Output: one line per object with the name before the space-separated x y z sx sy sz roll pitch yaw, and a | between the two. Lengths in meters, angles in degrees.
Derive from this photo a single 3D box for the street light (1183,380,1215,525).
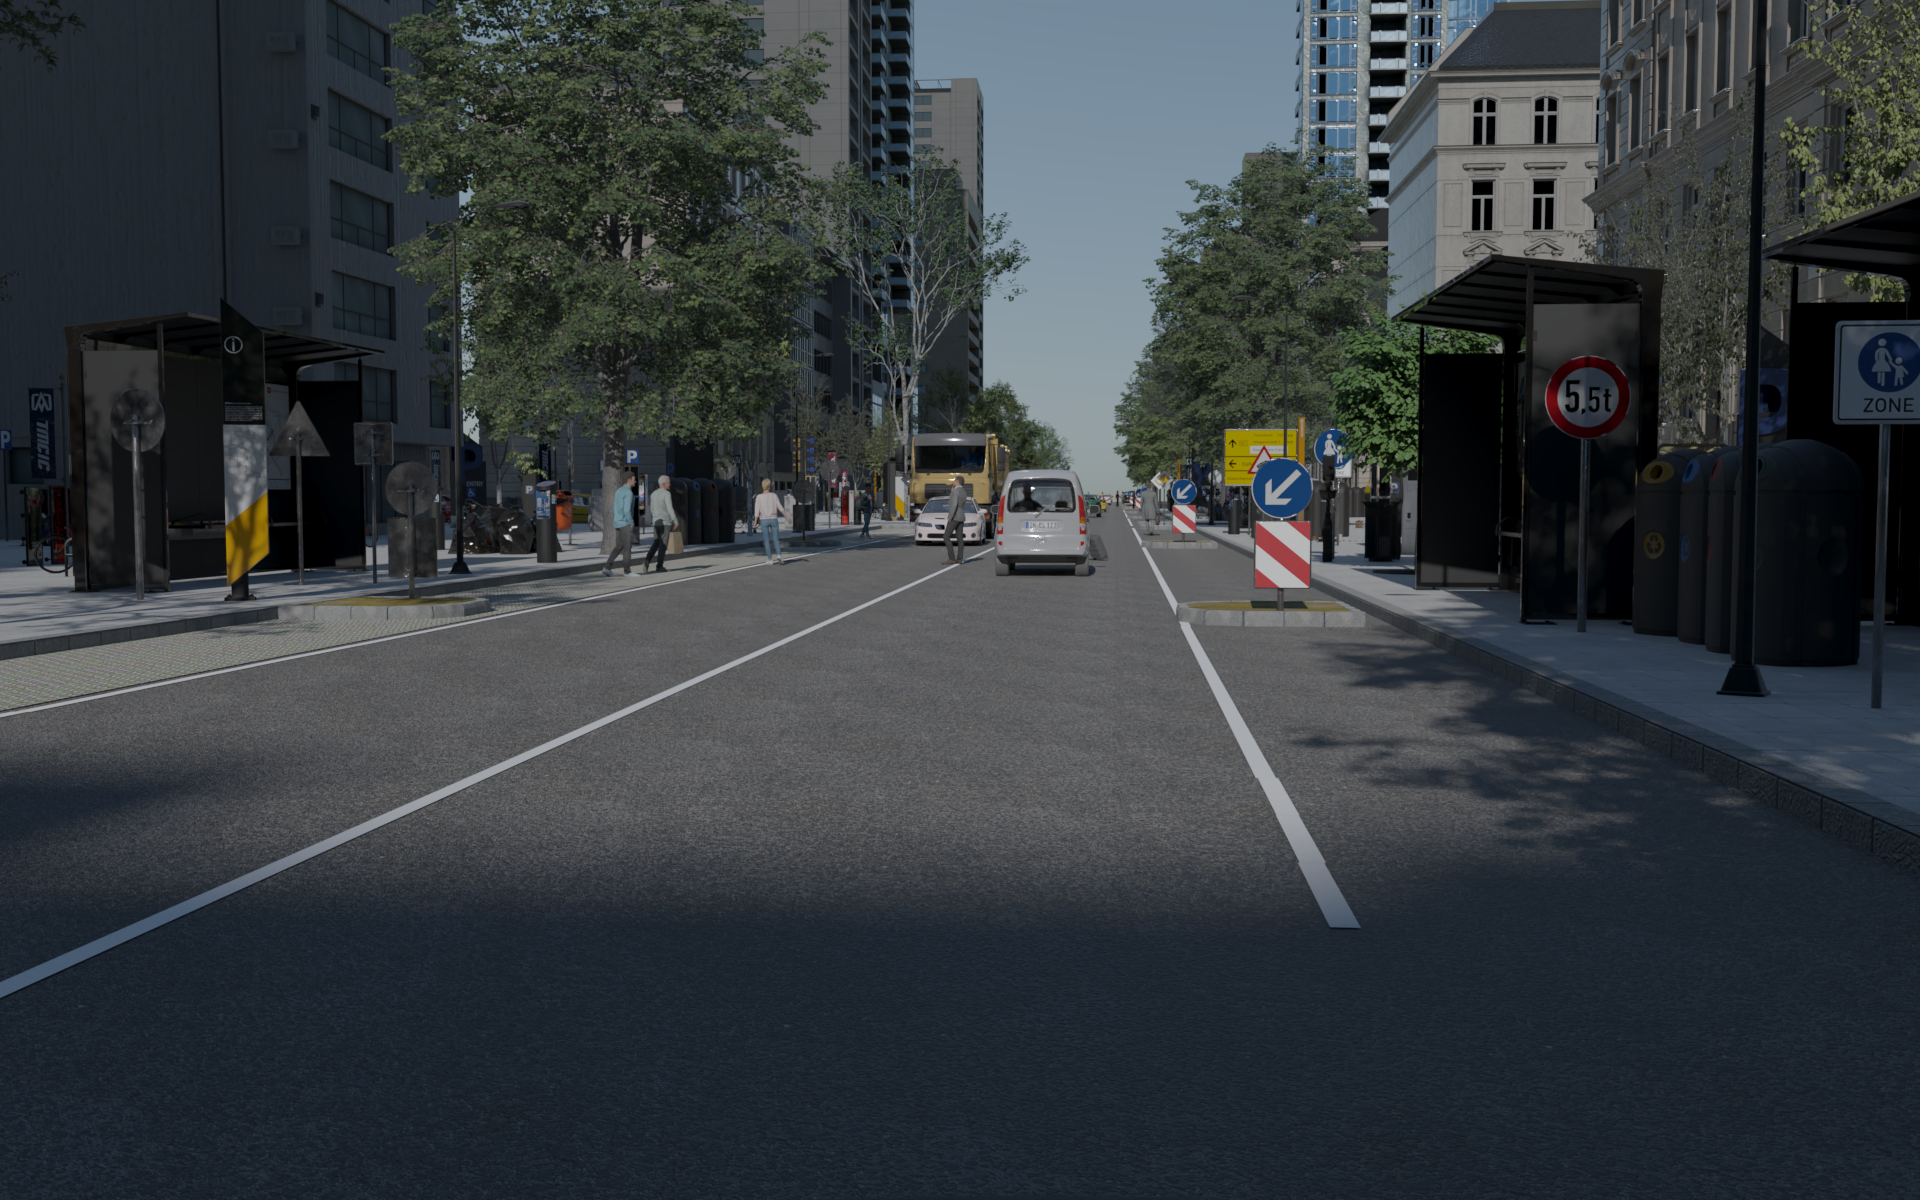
street light | 9.770 -6.013 70.857 1.470 5.913 1.316 0 4 5

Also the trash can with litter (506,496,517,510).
trash can with litter | -22.260 -4.495 84.544 2.233 1.210 1.678 0 4 -8

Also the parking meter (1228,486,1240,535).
parking meter | 8.701 -2.847 54.963 0.372 1.533 0.369 0 3 0

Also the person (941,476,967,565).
person | -0.110 -1.630 35.334 0.473 1.802 0.592 3 5 41

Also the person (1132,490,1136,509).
person | 17.123 -9.884 170.234 0.705 1.807 1.348 -1 4 -12

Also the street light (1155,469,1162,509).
street light | 14.574 -9.232 123.485 1.470 5.913 1.316 0 4 5

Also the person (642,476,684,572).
person | -5.394 -1.376 31.490 0.782 1.767 0.515 3 5 43

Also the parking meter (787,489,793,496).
parking meter | -8.271 -4.669 84.742 0.372 1.533 0.369 0 3 0

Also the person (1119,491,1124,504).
person | 23.039 -14.503 245.621 0.705 1.824 1.348 3 5 43

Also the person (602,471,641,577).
person | -5.846 -1.304 29.834 0.620 1.820 0.660 -3 4 -38

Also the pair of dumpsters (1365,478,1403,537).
pair of dumpsters | 10.402 -2.282 39.811 1.574 2.255 4.437 0 4 5

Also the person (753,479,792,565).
person | -3.748 -1.581 35.015 0.731 1.740 0.598 -2 4 -28

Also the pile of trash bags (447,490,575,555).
pile of trash bags | -9.614 -1.742 38.236 1.912 1.369 3.447 1 4 21

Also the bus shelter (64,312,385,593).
bus shelter | -10.555 -2.094 25.518 1.731 3.624 6.357 0 4 5

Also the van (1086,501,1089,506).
van | 2.759 -2.666 50.604 2.013 2.044 4.112 0 4 6

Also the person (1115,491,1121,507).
person | 17.923 -11.503 196.544 0.705 1.831 1.348 -1 4 -22

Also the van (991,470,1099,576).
van | 1.532 -1.499 31.521 2.013 2.044 4.112 0 4 4

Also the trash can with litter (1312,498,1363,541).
trash can with litter | 10.089 -2.248 47.818 1.678 1.210 2.233 0 4 -3

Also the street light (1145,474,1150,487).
street light | 17.248 -11.077 153.648 1.470 5.913 1.316 0 4 5

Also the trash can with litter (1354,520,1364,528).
trash can with litter | 15.284 -3.281 65.031 1.055 1.170 0.624 1 4 15

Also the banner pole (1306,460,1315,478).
banner pole | 24.611 -8.042 121.497 0.863 3.779 0.401 0 4 7

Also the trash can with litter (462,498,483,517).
trash can with litter | -13.481 -2.292 48.861 1.055 1.170 0.624 -2 4 -35

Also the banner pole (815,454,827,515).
banner pole | -8.684 -7.190 107.571 0.863 3.779 0.401 0 4 -3

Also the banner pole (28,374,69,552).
banner pole | -18.875 -2.813 36.013 0.863 3.779 0.401 -1 4 -21

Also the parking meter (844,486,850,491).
parking meter | -7.713 -6.864 117.937 0.255 1.863 0.399 -3 4 -37

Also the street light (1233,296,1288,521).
street light | 7.094 -4.167 40.665 1.470 5.913 1.316 0 4 5

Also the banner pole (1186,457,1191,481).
banner pole | 13.734 -6.870 102.345 0.863 3.779 0.401 1 4 16

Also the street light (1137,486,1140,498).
street light | 24.090 -15.742 229.918 1.470 5.913 1.316 0 4 5

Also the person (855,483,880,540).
person | -2.896 -2.767 54.095 0.721 1.781 0.623 1 4 8

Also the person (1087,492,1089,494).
person | 17.188 -13.554 230.628 0.721 1.766 1.217 -1 4 -20

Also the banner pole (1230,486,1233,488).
banner pole | 18.875 -8.053 121.689 0.401 3.779 0.863 -3 4 -38

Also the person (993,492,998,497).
person | 1.465 -3.419 64.611 0.699 1.804 1.509 -2 4 -32

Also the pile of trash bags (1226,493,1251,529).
pile of trash bags | 11.950 -3.341 64.375 3.447 1.369 1.912 2 4 29

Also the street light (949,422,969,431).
street light | -0.111 -8.478 111.163 1.470 5.913 1.316 0 4 5

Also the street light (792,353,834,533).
street light | -4.863 -5.182 57.263 1.470 5.913 1.316 0 4 5

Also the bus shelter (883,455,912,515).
bus shelter | -3.535 -7.116 107.626 1.731 3.624 6.357 0 4 5

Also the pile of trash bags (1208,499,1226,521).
pile of trash bags | 13.728 -4.470 82.829 3.447 1.369 1.912 -1 4 -16

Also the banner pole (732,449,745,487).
banner pole | -12.352 -6.550 97.108 0.863 3.779 0.401 -1 4 -9

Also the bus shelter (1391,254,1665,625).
bus shelter | 6.322 -1.757 20.005 1.731 3.624 6.357 0 4 5

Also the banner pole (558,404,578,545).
banner pole | -9.828 -3.286 43.741 0.401 3.779 0.863 0 4 -2

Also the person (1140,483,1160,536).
person | 6.540 -3.113 59.499 0.694 1.812 0.767 1 4 18

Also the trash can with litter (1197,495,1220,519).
trash can with litter | 12.744 -4.715 88.140 2.233 1.210 1.678 2 4 35

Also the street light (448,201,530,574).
street light | -7.503 -3.370 27.636 1.470 5.913 1.316 0 4 5

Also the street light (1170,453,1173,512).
street light | 11.879 -7.420 93.863 1.470 5.913 1.316 0 4 5

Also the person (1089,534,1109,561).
person | 2.535 -1.715 36.762 1.509 1.804 0.699 -2 4 -33

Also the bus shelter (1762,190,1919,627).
bus shelter | 8.315 -1.383 13.890 1.731 3.624 6.357 0 4 5

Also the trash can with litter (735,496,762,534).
trash can with litter | -7.172 -2.737 55.805 2.233 1.210 1.678 -2 4 -34

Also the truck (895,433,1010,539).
truck | 0.053 -3.774 57.626 3.469 3.379 9.791 0 4 6

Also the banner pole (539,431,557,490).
banner pole | -14.087 -4.246 59.445 0.863 3.779 0.401 1 4 15

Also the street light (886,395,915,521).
street light | -2.808 -6.667 81.542 1.470 5.913 1.316 0 4 5

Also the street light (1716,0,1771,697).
street light | 4.488 -2.351 10.984 1.470 5.913 1.316 0 4 5
